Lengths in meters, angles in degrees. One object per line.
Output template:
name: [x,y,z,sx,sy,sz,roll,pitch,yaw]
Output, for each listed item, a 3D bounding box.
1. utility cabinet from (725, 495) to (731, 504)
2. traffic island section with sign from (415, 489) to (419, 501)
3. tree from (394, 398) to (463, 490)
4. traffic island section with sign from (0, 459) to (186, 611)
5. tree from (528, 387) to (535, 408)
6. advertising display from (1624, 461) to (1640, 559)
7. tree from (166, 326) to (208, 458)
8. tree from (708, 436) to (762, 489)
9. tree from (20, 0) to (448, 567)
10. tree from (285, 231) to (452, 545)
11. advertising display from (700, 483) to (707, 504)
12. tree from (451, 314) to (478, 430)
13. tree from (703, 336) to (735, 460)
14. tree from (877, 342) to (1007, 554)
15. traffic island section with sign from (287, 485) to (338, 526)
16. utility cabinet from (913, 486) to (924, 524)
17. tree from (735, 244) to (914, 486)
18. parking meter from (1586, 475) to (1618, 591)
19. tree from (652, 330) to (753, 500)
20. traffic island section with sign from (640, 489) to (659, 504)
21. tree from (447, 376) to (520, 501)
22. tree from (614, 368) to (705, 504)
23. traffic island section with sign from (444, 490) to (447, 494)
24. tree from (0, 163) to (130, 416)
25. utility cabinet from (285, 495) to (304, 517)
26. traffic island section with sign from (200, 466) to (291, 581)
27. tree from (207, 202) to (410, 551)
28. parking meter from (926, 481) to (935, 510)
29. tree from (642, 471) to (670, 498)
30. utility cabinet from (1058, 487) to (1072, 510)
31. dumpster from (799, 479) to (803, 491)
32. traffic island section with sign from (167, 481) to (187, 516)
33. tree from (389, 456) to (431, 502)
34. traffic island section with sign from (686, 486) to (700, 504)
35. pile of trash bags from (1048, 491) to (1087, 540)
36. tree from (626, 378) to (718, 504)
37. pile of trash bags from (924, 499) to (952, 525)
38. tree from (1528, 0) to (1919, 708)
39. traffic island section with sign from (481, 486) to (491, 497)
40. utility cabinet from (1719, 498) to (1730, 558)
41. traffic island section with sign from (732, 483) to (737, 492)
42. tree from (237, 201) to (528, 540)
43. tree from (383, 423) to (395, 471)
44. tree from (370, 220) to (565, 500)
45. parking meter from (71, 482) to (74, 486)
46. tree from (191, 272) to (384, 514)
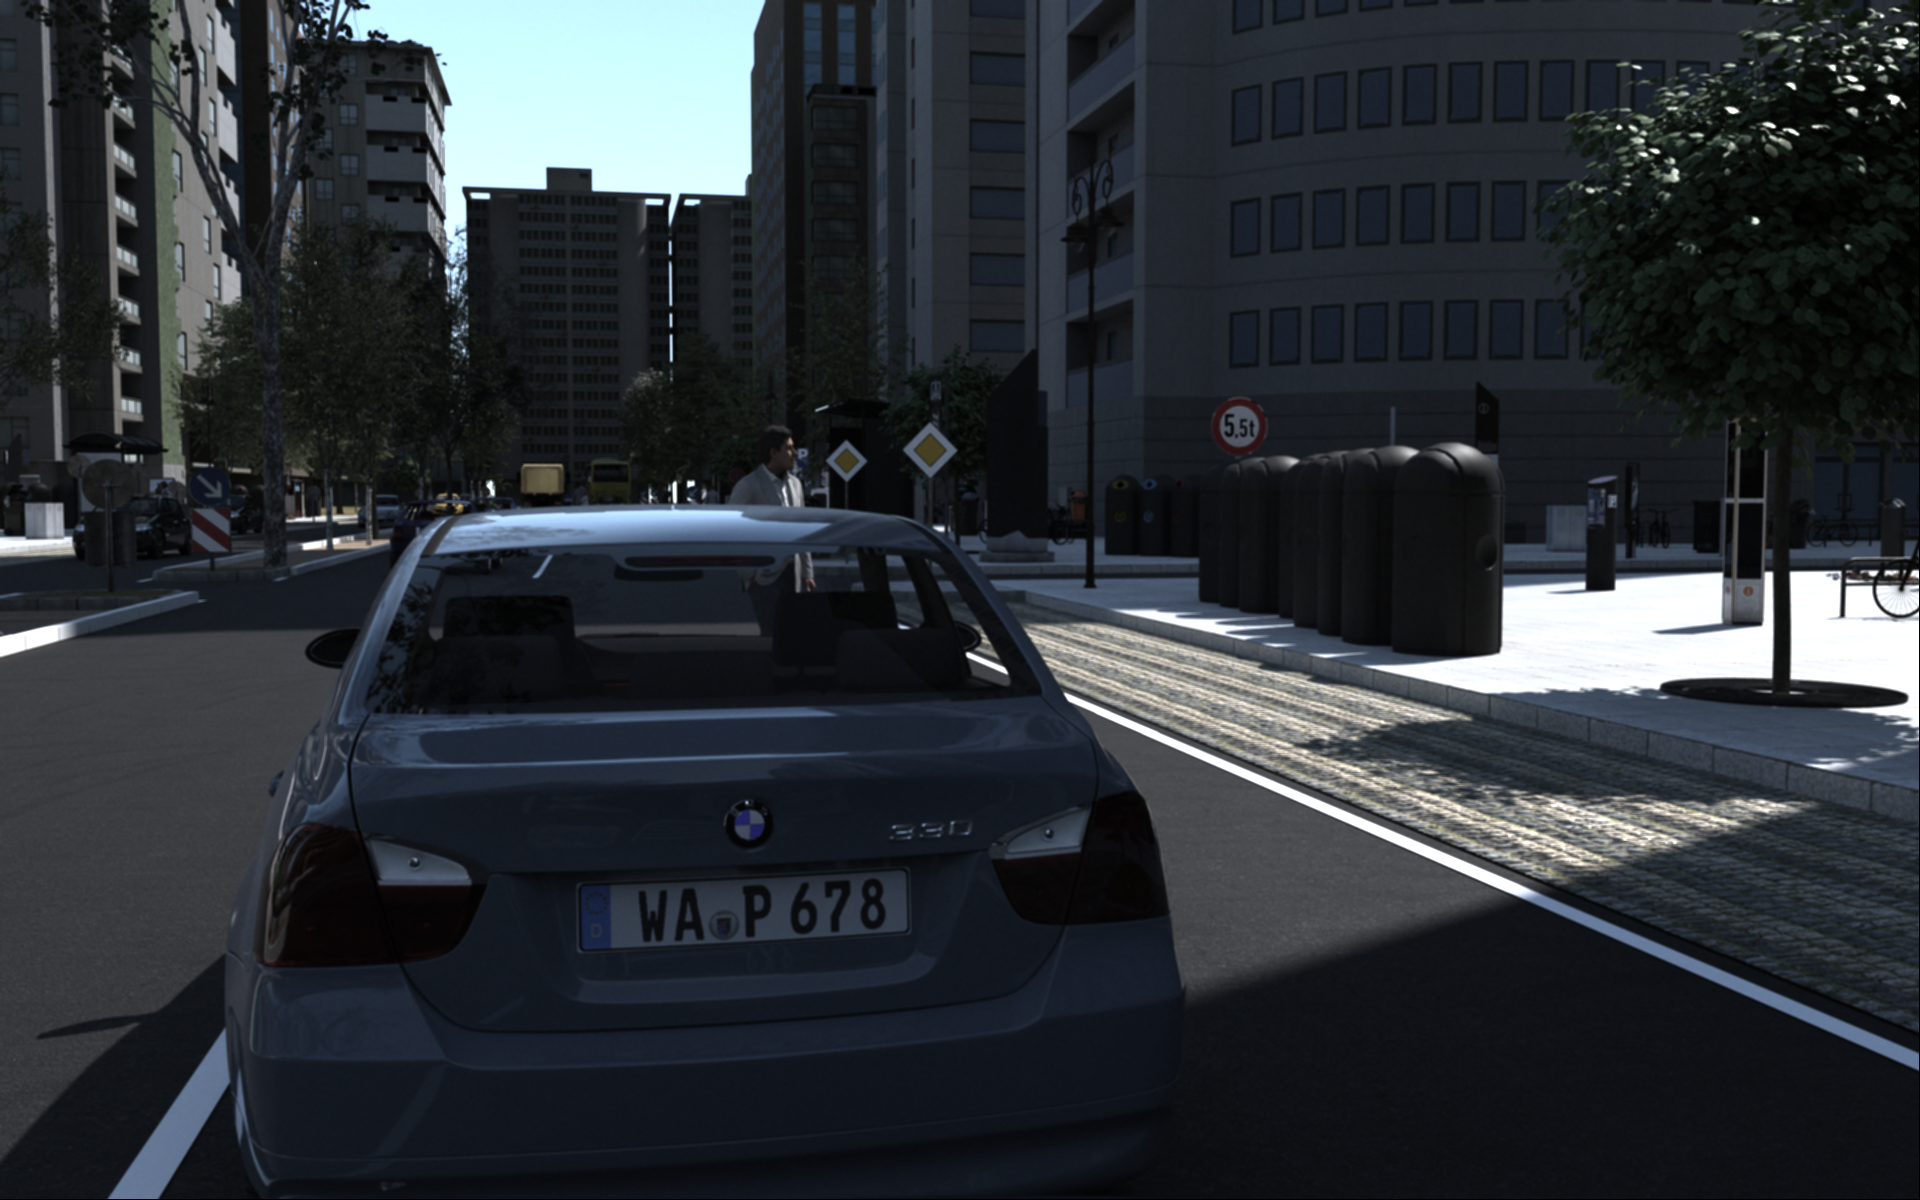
utility cabinet: [-12.345,-4.975,92.502,0.306,1.237,1.020,-1,4,-15]
traffic island section with sign: [-39.922,-7.300,127.981,1.989,1.847,2.006,-1,4,-12]
tree: [-52.312,-14.996,170.939,9.928,11.665,9.643,0,3,0]
traffic island section with sign: [-11.013,-0.853,22.089,2.006,1.907,1.989,-1,4,-12]
tree: [-20.745,-7.966,67.120,8.767,10.594,7.601,-1,4,-12]
advertising display: [13.444,-1.801,34.660,0.123,1.923,0.974,2,4,30]
tree: [-31.579,-7.561,73.978,4.737,8.622,4.395,0,3,0]
tree: [-11.175,-6.422,88.714,4.285,4.588,4.351,0,3,0]
tree: [-14.715,-10.728,33.753,12.611,20.169,13.585,0,3,0]
tree: [-16.484,-5.828,48.102,4.360,8.622,3.978,0,3,0]
advertising display: [-15.365,-6.020,103.643,0.123,1.923,0.974,1,4,10]
tree: [-19.144,-6.636,61.315,4.360,8.622,3.978,0,3,0]
tree: [-9.427,-7.873,79.083,4.737,8.622,4.395,0,3,0]
tree: [-0.081,-3.295,37.591,4.285,4.588,4.351,0,3,0]
traffic island section with sign: [-29.442,-4.296,78.861,1.989,1.847,2.006,-1,4,-12]
utility cabinet: [-1.307,-2.318,46.573,0.318,1.500,1.173,-2,4,-24]
tree: [-3.529,-6.214,51.953,4.737,8.622,4.395,0,3,0]
parking meter: [8.562,-0.899,23.114,0.372,1.533,0.369,0,3,0]
tree: [-17.838,-12.358,120.188,7.486,12.596,7.792,0,3,0]
traffic island section with sign: [-23.306,-7.511,131.433,1.989,1.847,2.006,-1,4,-12]
tree: [-25.301,-8.472,91.344,4.737,8.622,4.395,0,3,0]
tree: [-30.021,-16.305,173.241,9.857,13.997,8.962,0,3,0]
traffic island section with sign: [-45.542,-8.912,154.346,1.989,1.847,2.006,-1,4,-12]
tree: [-25.890,-6.797,45.548,8.767,10.594,7.601,0,4,-5]
utility cabinet: [-37.018,-5.206,96.277,1.020,1.237,0.306,0,4,1]
traffic island section with sign: [-12.550,-1.297,29.335,2.006,1.907,1.989,-1,4,-12]
tree: [-15.676,-5.507,42.855,4.737,8.622,4.395,0,3,0]
parking meter: [-1.306,-4.331,76.529,0.399,1.863,0.255,0,4,7]
tree: [-31.826,-12.126,181.967,4.285,4.588,4.351,0,3,0]
utility cabinet: [3.221,-2.729,53.298,0.318,1.500,1.173,1,4,11]
dumpster: [-6.943,-4.324,73.196,1.502,2.255,1.985,-1,4,-12]
traffic island section with sign: [-23.805,-2.680,52.449,1.989,1.847,2.006,-1,4,-12]
tree: [-45.743,-9.784,143.684,4.285,4.588,4.351,0,3,0]
traffic island section with sign: [-12.828,-4.508,82.334,1.989,1.847,2.006,-1,4,-12]
pile of trash bags: [2.942,-2.454,49.881,1.912,1.369,3.447,-1,4,-16]
tree: [-24.903,-13.730,150.236,9.928,11.665,9.643,0,3,0]
pile of trash bags: [-0.647,-3.937,74.115,3.447,1.369,1.912,2,4,24]
tree: [5.342,-1.667,10.971,4.285,4.588,4.351,0,3,0]
traffic island section with sign: [-28.244,-5.791,102.823,2.006,1.907,1.989,-1,4,-12]
utility cabinet: [15.778,-1.478,35.332,0.306,1.237,1.020,3,4,38]
traffic island section with sign: [-7.204,-2.896,55.969,1.989,1.847,2.006,-1,4,-12]
tree: [-18.235,-7.156,53.875,8.767,10.594,7.601,-1,4,-12]
tree: [-40.399,-11.808,111.192,7.486,12.596,7.792,0,3,0]
tree: [-22.782,-10.044,77.049,12.009,13.543,11.850,0,3,0]
parking meter: [-40.481,-4.500,79.293,0.399,1.863,0.255,3,4,37]
tree: [-35.149,-10.389,87.987,7.486,12.596,7.792,0,3,0]
